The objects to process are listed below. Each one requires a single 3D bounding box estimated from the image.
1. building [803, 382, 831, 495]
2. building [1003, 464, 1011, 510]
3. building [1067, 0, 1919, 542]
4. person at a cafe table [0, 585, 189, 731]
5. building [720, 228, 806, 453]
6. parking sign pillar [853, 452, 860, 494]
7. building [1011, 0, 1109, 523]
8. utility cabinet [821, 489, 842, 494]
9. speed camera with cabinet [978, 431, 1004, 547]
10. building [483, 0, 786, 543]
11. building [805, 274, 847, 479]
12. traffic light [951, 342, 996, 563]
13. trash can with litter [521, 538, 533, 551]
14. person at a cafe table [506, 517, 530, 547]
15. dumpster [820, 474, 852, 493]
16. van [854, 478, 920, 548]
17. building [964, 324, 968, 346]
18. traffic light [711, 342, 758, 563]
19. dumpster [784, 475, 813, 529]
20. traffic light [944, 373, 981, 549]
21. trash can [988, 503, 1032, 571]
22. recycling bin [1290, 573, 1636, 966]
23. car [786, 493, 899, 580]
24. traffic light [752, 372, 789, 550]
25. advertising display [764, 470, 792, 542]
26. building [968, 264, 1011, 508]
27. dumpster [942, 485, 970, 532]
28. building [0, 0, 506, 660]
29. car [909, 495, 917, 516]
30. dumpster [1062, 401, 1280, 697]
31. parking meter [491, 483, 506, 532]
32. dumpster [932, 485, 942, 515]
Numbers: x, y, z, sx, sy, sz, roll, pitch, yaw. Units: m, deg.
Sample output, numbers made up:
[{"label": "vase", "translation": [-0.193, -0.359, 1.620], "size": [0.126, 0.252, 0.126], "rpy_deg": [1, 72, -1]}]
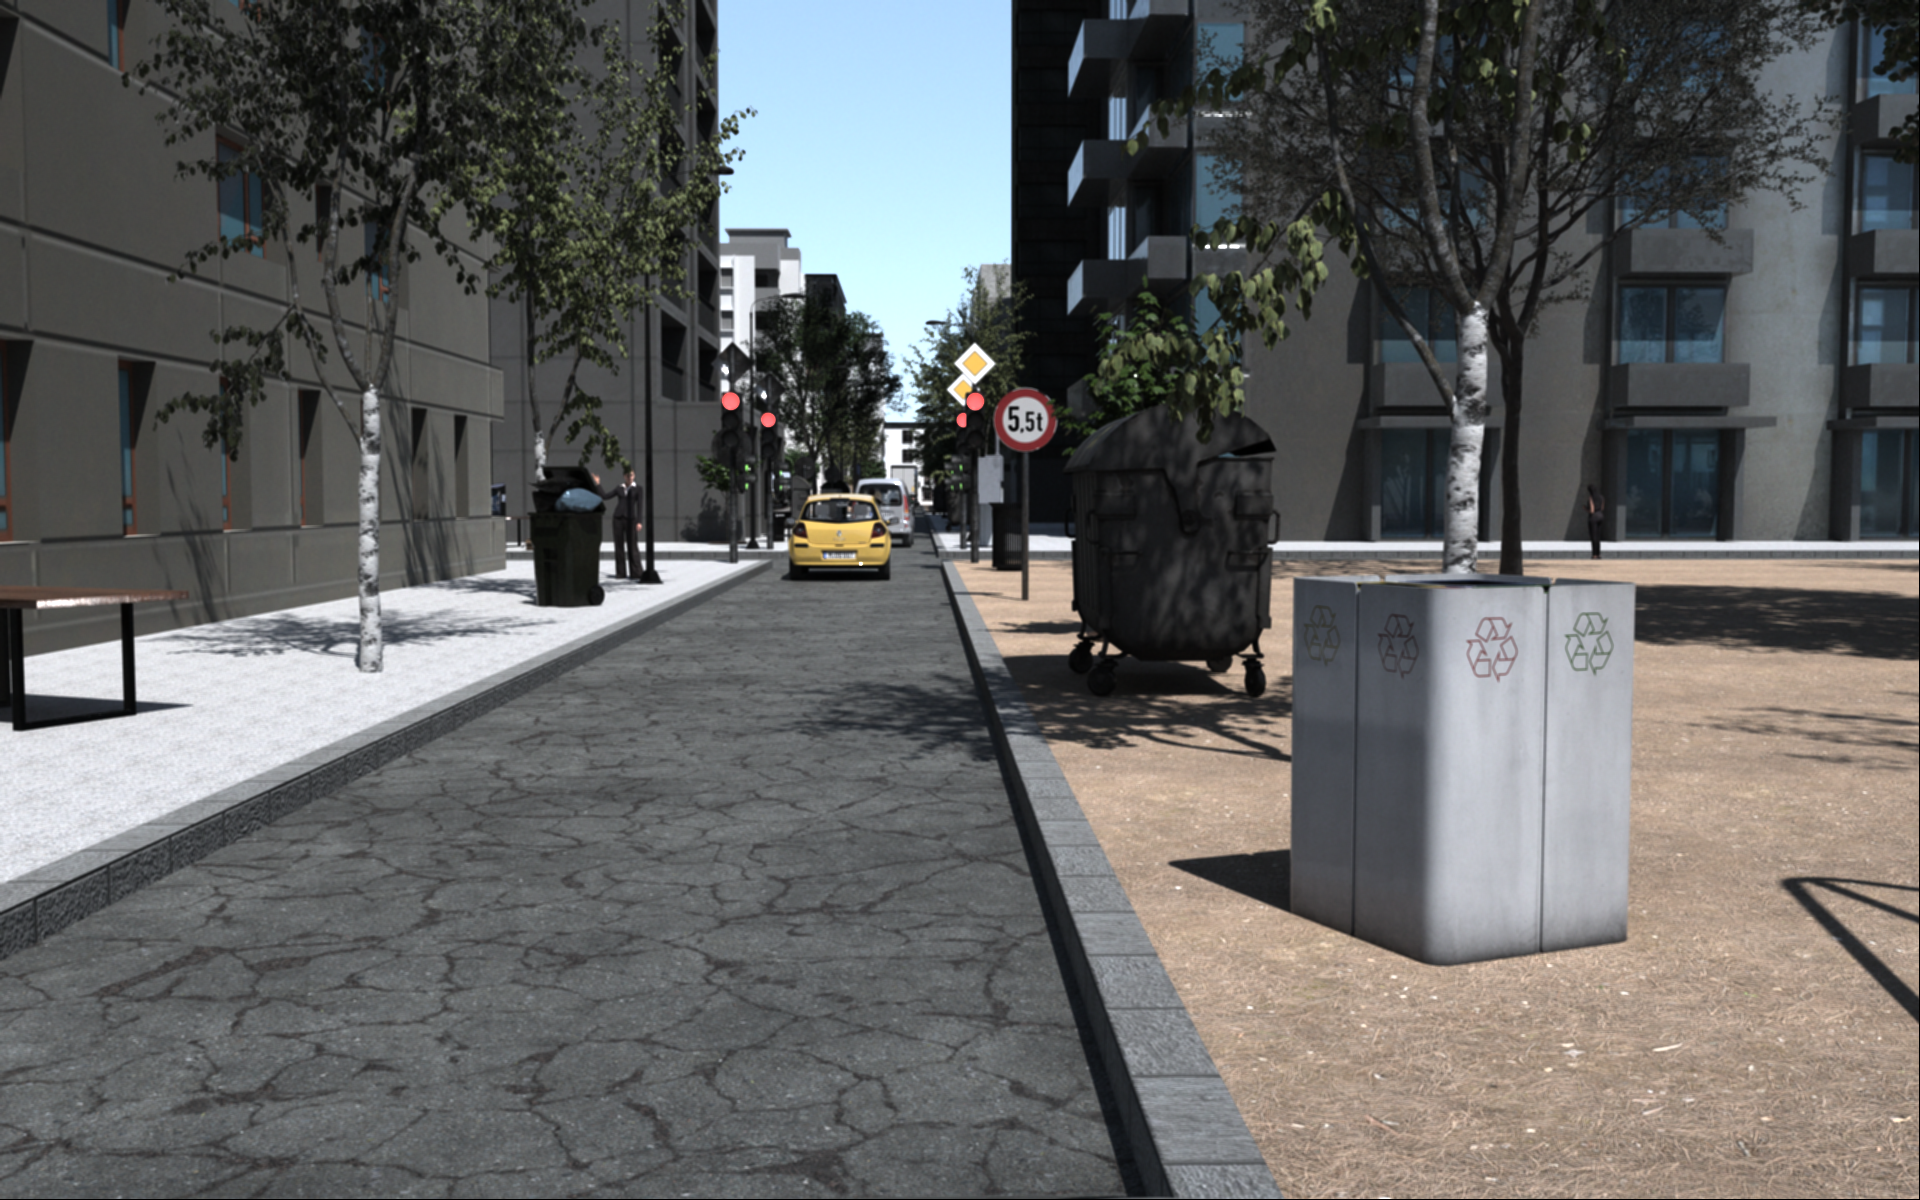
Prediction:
[{"label": "building", "translation": [-14.966, -12.182, 141.330], "size": [9.099, 9.664, 28.070], "rpy_deg": [0, 4, -1]}, {"label": "building", "translation": [17.616, -25.167, 103.358], "size": [32.217, 40.220, 23.993], "rpy_deg": [0, 4, -1]}, {"label": "building", "translation": [18.718, -26.638, 55.142], "size": [30.456, 49.044, 23.786], "rpy_deg": [0, 4, -1]}, {"label": "person at a cafe table", "translation": [-5.574, 0.080, 9.550], "size": [1.698, 1.238, 1.726], "rpy_deg": [1, 4, 23]}, {"label": "building", "translation": [-18.742, -16.192, 121.167], "size": [16.016, 20.091, 11.380], "rpy_deg": [0, 4, -1]}, {"label": "parking sign pillar", "translation": [-6.632, -7.483, 110.811], "size": [1.447, 3.967, 1.447], "rpy_deg": [0, 4, -5]}, {"label": "building", "translation": [9.381, -19.095, 83.905], "size": [14.160, 30.474, 14.107], "rpy_deg": [0, 4, -1]}, {"label": "utility cabinet", "translation": [-5.527, -4.035, 74.649], "size": [0.318, 1.500, 1.173], "rpy_deg": [-3, 5, -40]}, {"label": "speed camera with cabinet", "translation": [0.733, -2.902, 41.790], "size": [0.660, 3.252, 2.038], "rpy_deg": [0, 4, 3]}, {"label": "building", "translation": [-16.225, -37.650, 53.827], "size": [20.563, 71.187, 20.611], "rpy_deg": [0, 4, -1]}, {"label": "building", "translation": [-28.077, -20.212, 174.437], "size": [32.646, 21.610, 27.936], "rpy_deg": [0, 4, -1]}, {"label": "traffic light", "translation": [0.256, -2.644, 32.158], "size": [0.839, 4.253, 0.868], "rpy_deg": [0, 4, -1]}, {"label": "trash can with litter", "translation": [-9.440, -1.713, 39.399], "size": [1.055, 1.170, 0.624], "rpy_deg": [0, 4, -1]}, {"label": "person at a cafe table", "translation": [-11.478, -2.037, 41.826], "size": [1.698, 1.524, 1.622], "rpy_deg": [1, 4, 19]}, {"label": "dumpster", "translation": [-5.961, -4.915, 82.862], "size": [1.502, 2.255, 1.985], "rpy_deg": [0, 4, -1]}, {"label": "van", "translation": [-2.122, -2.493, 47.778], "size": [2.013, 2.044, 4.112], "rpy_deg": [0, 4, 0]}, {"label": "building", "translation": [9.238, -18.764, 173.249], "size": [16.747, 18.905, 31.486], "rpy_deg": [0, 4, -1]}, {"label": "traffic light", "translation": [-4.183, -2.637, 32.034], "size": [0.839, 4.253, 0.868], "rpy_deg": [0, 4, -1]}, {"label": "dumpster", "translation": [-5.169, -2.884, 52.905], "size": [1.264, 1.857, 1.865], "rpy_deg": [0, 4, -1]}, {"label": "traffic light", "translation": [0.060, -3.133, 40.141], "size": [0.839, 4.253, 0.868], "rpy_deg": [0, 4, -1]}, {"label": "trash can", "translation": [0.843, -1.059, 28.974], "size": [0.748, 1.137, 0.748], "rpy_deg": [0, 3, 0]}, {"label": "recycling bin", "translation": [1.469, 0.454, 5.128], "size": [0.722, 1.027, 0.722], "rpy_deg": [-2, 4, -24]}, {"label": "car", "translation": [-2.059, -1.222, 30.209], "size": [2.015, 1.641, 3.980], "rpy_deg": [0, 4, -3]}, {"label": "traffic light", "translation": [-4.379, -3.125, 40.016], "size": [0.839, 4.253, 0.868], "rpy_deg": [0, 4, -1]}, {"label": "advertising display", "translation": [-4.874, -2.523, 46.471], "size": [0.123, 1.923, 0.974], "rpy_deg": [2, 4, 35]}, {"label": "building", "translation": [9.753, -16.842, 141.825], "size": [16.747, 18.905, 31.486], "rpy_deg": [0, 4, -1]}, {"label": "dumpster", "translation": [0.115, -3.297, 59.666], "size": [1.264, 1.857, 1.865], "rpy_deg": [0, 4, -1]}, {"label": "building", "translation": [-21.846, -10.378, 14.725], "size": [28.899, 21.520, 27.650], "rpy_deg": [0, 4, -1]}, {"label": "car", "translation": [-3.787, -5.983, 109.613], "size": [2.131, 1.459, 4.920], "rpy_deg": [0, 4, -1]}, {"label": "dumpster", "translation": [1.391, -0.359, 11.634], "size": [1.264, 1.857, 1.865], "rpy_deg": [0, 4, -2]}, {"label": "parking meter", "translation": [-10.617, -1.918, 39.765], "size": [0.372, 1.533, 0.369], "rpy_deg": [0, 3, 0]}, {"label": "dumpster", "translation": [-1.091, -6.102, 105.522], "size": [1.264, 1.857, 1.865], "rpy_deg": [0, 4, -1]}]
